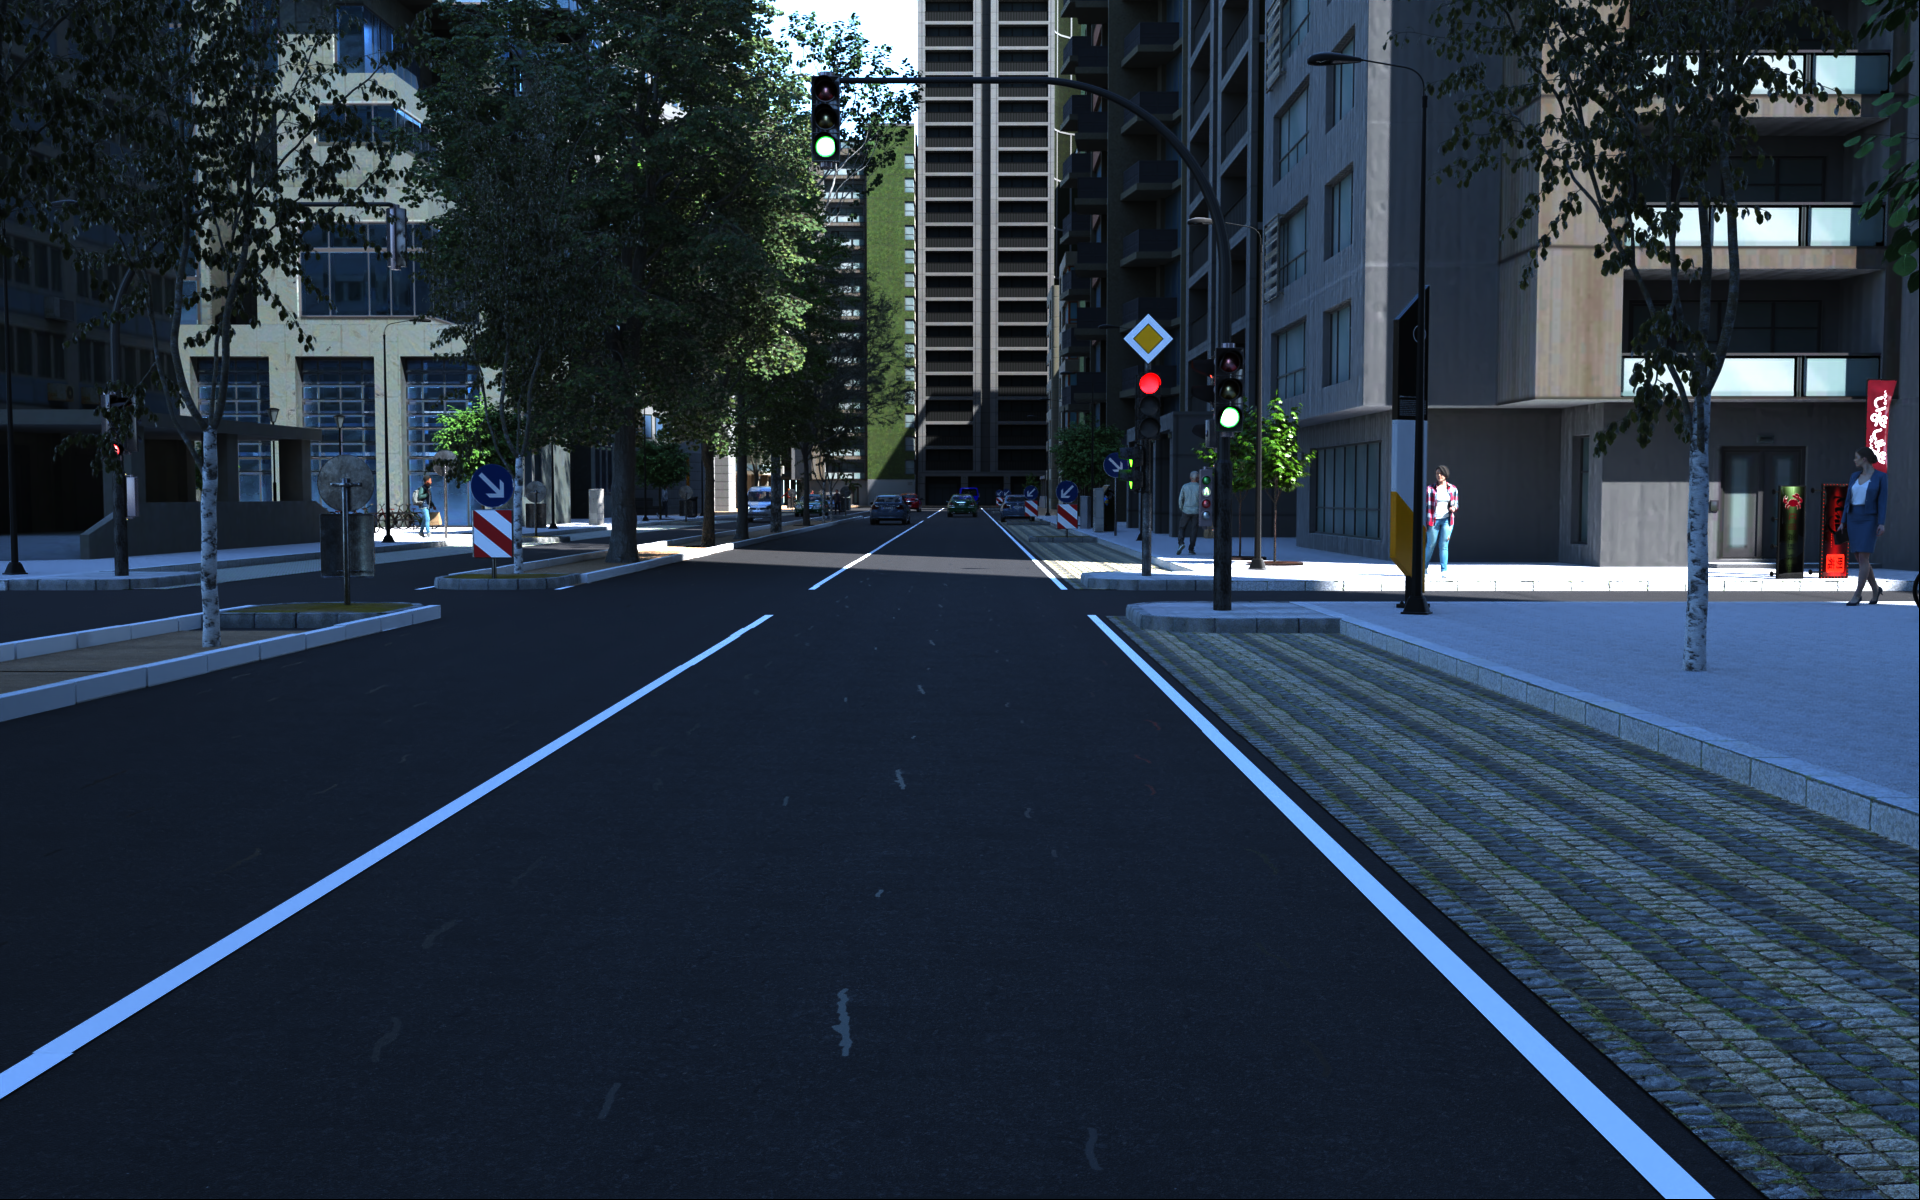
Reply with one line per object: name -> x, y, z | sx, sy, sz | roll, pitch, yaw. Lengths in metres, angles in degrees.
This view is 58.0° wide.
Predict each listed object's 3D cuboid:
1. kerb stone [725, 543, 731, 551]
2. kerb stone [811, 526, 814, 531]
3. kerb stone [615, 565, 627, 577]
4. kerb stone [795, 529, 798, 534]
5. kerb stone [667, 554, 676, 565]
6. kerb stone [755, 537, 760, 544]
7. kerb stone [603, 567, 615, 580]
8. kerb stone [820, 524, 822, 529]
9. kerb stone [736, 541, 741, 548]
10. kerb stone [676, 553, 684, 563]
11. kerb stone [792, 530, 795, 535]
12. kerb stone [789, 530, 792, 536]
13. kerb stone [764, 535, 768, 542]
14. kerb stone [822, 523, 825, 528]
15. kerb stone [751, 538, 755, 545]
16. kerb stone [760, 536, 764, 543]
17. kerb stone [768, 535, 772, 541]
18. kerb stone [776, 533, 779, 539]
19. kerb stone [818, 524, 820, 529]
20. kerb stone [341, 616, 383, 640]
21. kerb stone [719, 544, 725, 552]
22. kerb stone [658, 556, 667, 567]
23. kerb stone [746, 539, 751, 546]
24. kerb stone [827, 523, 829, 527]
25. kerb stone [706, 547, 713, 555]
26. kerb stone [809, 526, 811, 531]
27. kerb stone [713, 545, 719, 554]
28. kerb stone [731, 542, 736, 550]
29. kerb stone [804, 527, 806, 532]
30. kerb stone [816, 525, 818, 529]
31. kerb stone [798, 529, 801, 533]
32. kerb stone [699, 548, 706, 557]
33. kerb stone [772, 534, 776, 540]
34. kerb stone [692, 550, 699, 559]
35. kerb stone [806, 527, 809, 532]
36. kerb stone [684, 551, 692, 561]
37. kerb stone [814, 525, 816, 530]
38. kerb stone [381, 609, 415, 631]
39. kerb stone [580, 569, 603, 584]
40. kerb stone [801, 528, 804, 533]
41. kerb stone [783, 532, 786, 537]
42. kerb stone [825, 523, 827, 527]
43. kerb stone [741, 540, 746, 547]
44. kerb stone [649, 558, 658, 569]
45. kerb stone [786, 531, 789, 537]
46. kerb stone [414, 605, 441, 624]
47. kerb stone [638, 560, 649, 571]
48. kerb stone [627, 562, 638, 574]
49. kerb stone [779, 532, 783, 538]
kerb stone -> -5.972, -1.311, 43.636 | 0.120, 0.150, 1.000 | 0, 4, 0
kerb stone -> -5.874, -2.747, 67.189 | 0.120, 0.150, 1.000 | 0, 4, 0
kerb stone -> -6.022, -0.495, 30.287 | 0.120, 0.150, 1.000 | 0, 4, 0
kerb stone -> -5.908, -2.376, 61.051 | 0.120, 0.150, 1.000 | 0, 4, 0
kerb stone -> -6.008, -0.808, 35.411 | 0.120, 0.150, 1.000 | 0, 4, 0
kerb stone -> -5.947, -1.686, 49.779 | 0.120, 0.150, 1.000 | 0, 4, 0
kerb stone -> -6.026, -0.432, 29.262 | 0.120, 0.150, 1.000 | 0, 4, 0
kerb stone -> -5.867, -3.003, 71.295 | 0.120, 0.150, 1.000 | 0, 4, 0
kerb stone -> -5.966, -1.436, 45.681 | 0.120, 0.150, 1.000 | 0, 4, 0
kerb stone -> -5.994, -0.871, 36.441 | 0.120, 0.150, 1.000 | 0, 4, 0
kerb stone -> -5.904, -2.314, 60.029 | 0.120, 0.150, 1.000 | 0, 4, 0
kerb stone -> -5.904, -2.251, 59.006 | 0.120, 0.150, 1.000 | 0, 4, 0
kerb stone -> -5.931, -1.813, 51.830 | 0.120, 0.150, 1.000 | 0, 4, 0
kerb stone -> -5.857, -3.066, 72.325 | 0.120, 0.150, 1.000 | 0, 4, 0
kerb stone -> -5.954, -1.624, 48.755 | 0.120, 0.150, 1.000 | 0, 4, 0
kerb stone -> -5.947, -1.740, 50.808 | 0.120, 0.150, 1.000 | 0, 4, 0
kerb stone -> -5.929, -1.875, 52.859 | 0.120, 0.150, 1.000 | 0, 4, 0
kerb stone -> -5.920, -2.001, 54.904 | 0.120, 0.150, 1.000 | 0, 4, 0
kerb stone -> -5.872, -2.941, 70.272 | 0.120, 0.150, 1.000 | 0, 4, 0
kerb stone -> -6.075, 0.289, 17.471 | 0.120, 0.150, 1.000 | 0, 4, 0
kerb stone -> -5.974, -1.244, 42.606 | 0.120, 0.150, 1.000 | 0, 4, 0
kerb stone -> -6.010, -0.745, 34.380 | 0.120, 0.150, 1.000 | 0, 4, 0
kerb stone -> -5.949, -1.562, 47.733 | 0.120, 0.150, 1.000 | 0, 4, 0
kerb stone -> -5.854, -3.192, 74.377 | 0.120, 0.150, 1.000 | 0, 4, 0
kerb stone -> -5.978, -1.122, 40.545 | 0.120, 0.150, 1.000 | 0, 4, 0
kerb stone -> -5.885, -2.689, 66.163 | 0.120, 0.150, 1.000 | 0, 4, 0
kerb stone -> -5.985, -1.182, 41.567 | 0.120, 0.150, 1.000 | 0, 4, 0
kerb stone -> -5.961, -1.374, 44.659 | 0.120, 0.150, 1.000 | 0, 4, 0
kerb stone -> -5.887, -2.552, 64.119 | 0.120, 0.150, 1.000 | 0, 4, 0
kerb stone -> -5.872, -2.874, 69.250 | 0.120, 0.150, 1.000 | 0, 4, 0
kerb stone -> -5.896, -2.439, 62.073 | 0.120, 0.150, 1.000 | 0, 4, 0
kerb stone -> -5.981, -1.059, 39.516 | 0.120, 0.150, 1.000 | 0, 4, 0
kerb stone -> -5.934, -1.938, 53.881 | 0.120, 0.150, 1.000 | 0, 4, 0
kerb stone -> -5.996, -0.991, 38.489 | 0.120, 0.150, 1.000 | 0, 4, 0
kerb stone -> -5.885, -2.618, 65.141 | 0.120, 0.150, 1.000 | 0, 4, 0
kerb stone -> -5.998, -0.934, 37.465 | 0.120, 0.150, 1.000 | 0, 4, 0
kerb stone -> -5.874, -2.814, 68.223 | 0.120, 0.150, 1.000 | 0, 4, 0
kerb stone -> -6.070, 0.229, 18.493 | 0.120, 0.150, 1.000 | 0, 4, 0
kerb stone -> -6.027, -0.370, 28.239 | 0.120, 0.150, 1.000 | 0, 4, 0
kerb stone -> -5.897, -2.502, 63.096 | 0.120, 0.150, 1.000 | 0, 4, 0
kerb stone -> -5.919, -2.126, 56.955 | 0.120, 0.150, 1.000 | 0, 4, 0
kerb stone -> -5.861, -3.129, 73.354 | 0.120, 0.150, 1.000 | 0, 4, 0
kerb stone -> -5.956, -1.498, 46.708 | 0.120, 0.150, 1.000 | 0, 4, 0
kerb stone -> -6.006, -0.680, 33.355 | 0.120, 0.150, 1.000 | 0, 4, 0
kerb stone -> -5.916, -2.188, 57.982 | 0.120, 0.150, 1.000 | 0, 4, 0
kerb stone -> -6.063, 0.164, 19.519 | 0.120, 0.150, 1.000 | 0, 4, 0
kerb stone -> -6.010, -0.616, 32.333 | 0.120, 0.150, 1.000 | 0, 4, 0
kerb stone -> -6.016, -0.554, 31.310 | 0.120, 0.150, 1.000 | 0, 4, 0
kerb stone -> -5.918, -2.063, 55.926 | 0.120, 0.150, 1.000 | 0, 4, 0
